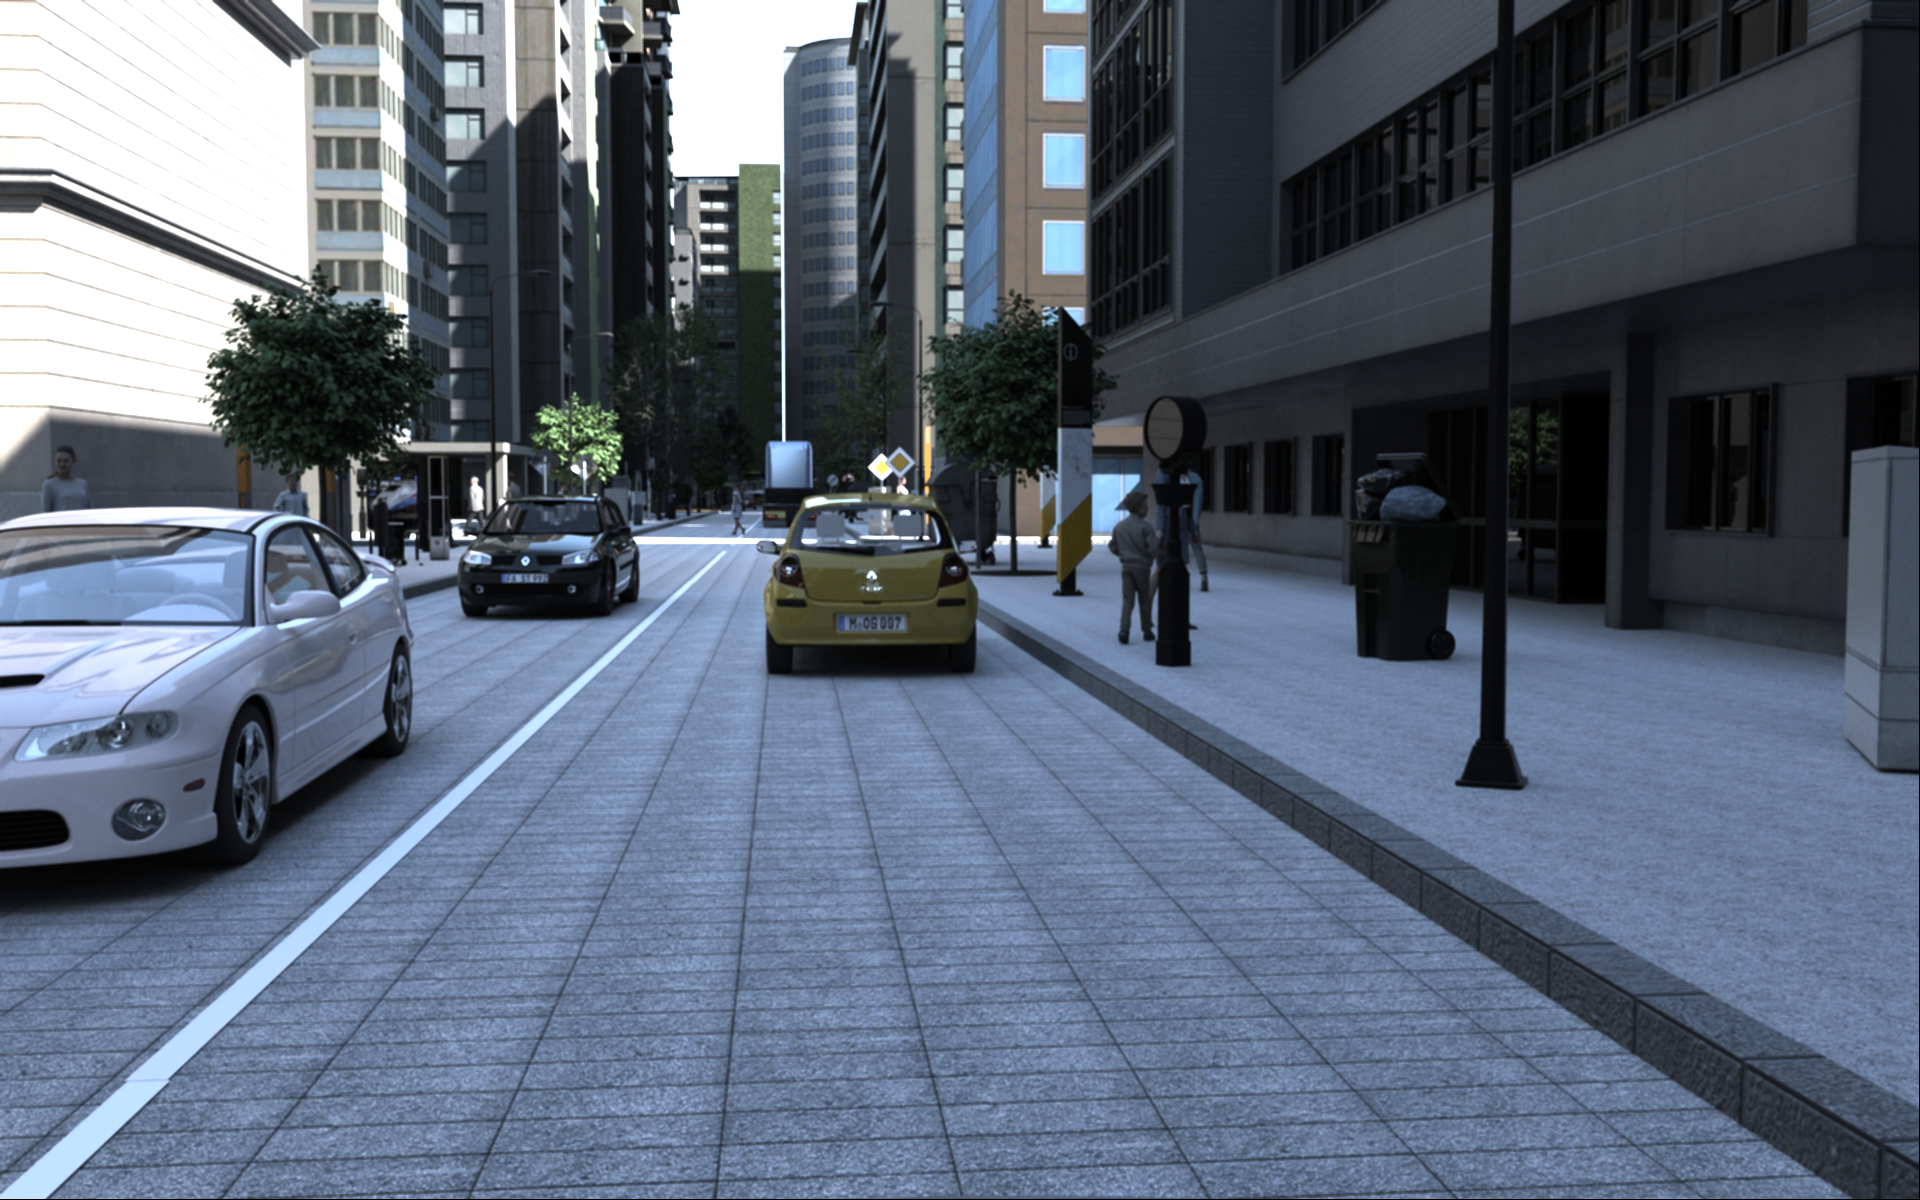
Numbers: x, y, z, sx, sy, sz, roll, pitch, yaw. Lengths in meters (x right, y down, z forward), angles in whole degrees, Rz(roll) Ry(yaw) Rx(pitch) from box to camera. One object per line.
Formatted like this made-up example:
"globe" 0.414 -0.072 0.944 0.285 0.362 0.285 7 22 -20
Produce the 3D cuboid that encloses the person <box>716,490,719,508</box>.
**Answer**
"person" -22.433 -9.415 160.058 0.705 1.814 1.350 -1 4 -9

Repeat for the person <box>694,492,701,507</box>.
"person" -25.877 -10.133 171.699 1.348 1.826 0.705 -1 4 -10

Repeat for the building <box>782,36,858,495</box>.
"building" -8.371 -41.561 221.528 28.212 58.520 21.231 0 4 -6

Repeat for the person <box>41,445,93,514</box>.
"person" -8.314 -0.566 16.041 0.760 1.731 0.466 0 4 -1

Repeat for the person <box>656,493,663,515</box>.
"person" -17.894 -5.935 103.259 0.537 1.800 0.526 -3 4 -37

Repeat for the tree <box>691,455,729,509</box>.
"tree" -20.952 -9.877 145.195 4.285 4.588 4.351 0 3 0

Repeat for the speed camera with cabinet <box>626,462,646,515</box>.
"speed camera with cabinet" -20.123 -6.842 106.199 0.660 3.252 2.038 2 4 30

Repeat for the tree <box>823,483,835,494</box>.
"tree" -11.097 -9.698 153.170 1.663 3.219 1.824 0 3 0

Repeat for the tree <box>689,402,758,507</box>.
"tree" -23.767 -14.642 173.811 7.601 10.594 8.767 0 4 -2

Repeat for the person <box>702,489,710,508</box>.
"person" -22.894 -9.134 156.097 0.721 1.736 1.217 1 4 21

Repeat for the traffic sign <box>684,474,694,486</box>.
"traffic sign" -16.953 -6.580 107.579 0.884 2.594 0.081 0 4 1

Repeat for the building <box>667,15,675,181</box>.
"building" -46.630 -47.613 216.731 20.611 71.187 20.563 0 4 -6

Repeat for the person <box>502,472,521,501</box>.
"person" -10.119 -2.003 39.137 0.374 1.781 0.599 1 4 16

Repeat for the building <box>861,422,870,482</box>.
"building" 3.698 -50.597 139.935 22.319 86.520 31.000 0 4 -6

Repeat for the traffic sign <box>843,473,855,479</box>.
"traffic sign" -6.719 -6.366 104.183 0.768 2.556 0.104 0 4 -4

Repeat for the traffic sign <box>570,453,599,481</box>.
"traffic sign" -10.690 -2.880 49.274 0.795 2.593 0.064 0 4 -6

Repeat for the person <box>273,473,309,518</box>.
"person" -10.392 -1.172 27.008 0.589 1.601 0.330 -2 4 -32

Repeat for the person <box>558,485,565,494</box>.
"person" -13.611 -3.139 59.173 0.330 1.601 0.589 1 4 11

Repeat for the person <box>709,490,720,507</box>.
"person" -25.134 -10.451 177.644 1.217 1.735 0.721 -1 4 -17

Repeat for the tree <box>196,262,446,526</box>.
"tree" -9.071 -2.499 24.580 4.285 4.588 4.351 0 3 0

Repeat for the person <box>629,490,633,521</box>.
"person" -15.554 -4.568 80.911 0.592 1.802 0.473 -2 4 -35

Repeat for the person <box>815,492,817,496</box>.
"person" -16.663 -11.759 198.317 0.705 1.821 1.348 2 4 24

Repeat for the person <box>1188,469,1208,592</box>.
"person" 2.983 -1.041 22.923 0.638 1.841 0.748 -1 4 -19

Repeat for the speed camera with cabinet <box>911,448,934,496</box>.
"speed camera with cabinet" -1.557 -4.930 74.939 0.660 3.252 2.038 -1 4 -20

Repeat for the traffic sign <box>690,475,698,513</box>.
"traffic sign" -17.943 -7.083 115.813 0.884 2.594 0.081 0 4 -1

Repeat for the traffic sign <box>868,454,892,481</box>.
"traffic sign" -2.236 -2.930 50.093 0.795 2.593 0.064 0 4 -6

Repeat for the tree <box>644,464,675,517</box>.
"tree" -16.917 -6.323 97.983 1.663 3.219 1.824 0 3 0

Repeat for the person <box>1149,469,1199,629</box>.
"person" 2.021 -0.644 16.590 0.581 1.822 0.654 -2 4 -29

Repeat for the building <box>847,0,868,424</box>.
"building" 2.889 -36.441 185.041 28.713 52.752 27.495 0 4 -6

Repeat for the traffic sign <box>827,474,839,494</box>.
"traffic sign" -8.229 -6.853 112.155 0.768 2.556 0.104 0 4 -2

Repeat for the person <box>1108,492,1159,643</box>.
"person" 1.504 -0.285 14.983 0.475 1.303 0.640 1 4 21

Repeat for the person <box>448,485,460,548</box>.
"person" -12.174 -2.145 40.886 0.755 1.850 0.659 2 4 31

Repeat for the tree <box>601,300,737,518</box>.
"tree" -15.440 -10.185 92.284 9.928 11.665 9.643 0 3 0

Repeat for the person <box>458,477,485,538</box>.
"person" -14.255 -2.706 50.685 0.834 1.777 0.661 1 4 8

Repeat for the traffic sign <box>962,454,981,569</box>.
"traffic sign" 0.316 -1.802 29.570 0.768 2.556 0.104 0 4 -4

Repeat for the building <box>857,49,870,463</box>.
"building" -2.737 -29.360 163.630 14.154 41.232 14.086 0 4 -6

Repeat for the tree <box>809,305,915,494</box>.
"tree" -3.493 -7.084 66.181 4.737 8.622 4.395 0 3 0

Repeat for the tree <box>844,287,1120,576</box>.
"tree" 0.938 -2.690 27.689 4.285 4.588 4.351 0 3 0

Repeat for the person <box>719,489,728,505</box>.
"person" -26.725 -11.643 196.035 0.705 1.869 1.348 3 4 36

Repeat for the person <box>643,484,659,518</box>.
"person" -16.838 -5.405 94.380 0.822 1.834 0.622 -1 4 -9

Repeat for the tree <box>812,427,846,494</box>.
"tree" -13.609 -13.946 178.374 4.360 8.622 3.978 0 3 0

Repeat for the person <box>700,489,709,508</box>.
"person" -23.477 -9.292 158.685 1.217 1.735 0.721 2 4 35

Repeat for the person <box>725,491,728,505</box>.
"person" -27.939 -12.022 205.774 0.721 1.743 1.217 2 4 34

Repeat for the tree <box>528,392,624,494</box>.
"tree" -12.296 -4.406 55.751 4.285 4.588 4.351 0 3 0

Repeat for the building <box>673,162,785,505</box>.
"building" -29.018 -32.561 215.973 14.086 41.232 14.154 0 4 -6

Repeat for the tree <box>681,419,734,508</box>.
"tree" -23.729 -12.920 161.605 4.737 8.622 4.395 0 3 0

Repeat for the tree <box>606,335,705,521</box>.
"tree" -14.339 -7.990 81.001 4.360 8.622 3.978 0 3 0

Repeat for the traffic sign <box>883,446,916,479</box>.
"traffic sign" -1.444 -2.444 42.147 0.795 2.593 0.064 0 4 -6

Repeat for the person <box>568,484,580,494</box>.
"person" -17.038 -4.294 76.520 0.678 1.792 0.850 -2 4 -33

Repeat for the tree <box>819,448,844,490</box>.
"tree" -8.041 -8.319 119.728 4.285 4.588 4.351 0 3 0

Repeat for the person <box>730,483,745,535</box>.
"person" -7.723 -3.177 60.539 0.778 1.811 0.616 3 5 43

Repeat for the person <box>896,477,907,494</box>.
"person" -1.788 -2.791 51.762 0.778 1.811 0.616 1 4 20

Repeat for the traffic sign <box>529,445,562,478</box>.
"traffic sign" -9.898 -2.394 41.328 0.795 2.593 0.064 0 4 -6
